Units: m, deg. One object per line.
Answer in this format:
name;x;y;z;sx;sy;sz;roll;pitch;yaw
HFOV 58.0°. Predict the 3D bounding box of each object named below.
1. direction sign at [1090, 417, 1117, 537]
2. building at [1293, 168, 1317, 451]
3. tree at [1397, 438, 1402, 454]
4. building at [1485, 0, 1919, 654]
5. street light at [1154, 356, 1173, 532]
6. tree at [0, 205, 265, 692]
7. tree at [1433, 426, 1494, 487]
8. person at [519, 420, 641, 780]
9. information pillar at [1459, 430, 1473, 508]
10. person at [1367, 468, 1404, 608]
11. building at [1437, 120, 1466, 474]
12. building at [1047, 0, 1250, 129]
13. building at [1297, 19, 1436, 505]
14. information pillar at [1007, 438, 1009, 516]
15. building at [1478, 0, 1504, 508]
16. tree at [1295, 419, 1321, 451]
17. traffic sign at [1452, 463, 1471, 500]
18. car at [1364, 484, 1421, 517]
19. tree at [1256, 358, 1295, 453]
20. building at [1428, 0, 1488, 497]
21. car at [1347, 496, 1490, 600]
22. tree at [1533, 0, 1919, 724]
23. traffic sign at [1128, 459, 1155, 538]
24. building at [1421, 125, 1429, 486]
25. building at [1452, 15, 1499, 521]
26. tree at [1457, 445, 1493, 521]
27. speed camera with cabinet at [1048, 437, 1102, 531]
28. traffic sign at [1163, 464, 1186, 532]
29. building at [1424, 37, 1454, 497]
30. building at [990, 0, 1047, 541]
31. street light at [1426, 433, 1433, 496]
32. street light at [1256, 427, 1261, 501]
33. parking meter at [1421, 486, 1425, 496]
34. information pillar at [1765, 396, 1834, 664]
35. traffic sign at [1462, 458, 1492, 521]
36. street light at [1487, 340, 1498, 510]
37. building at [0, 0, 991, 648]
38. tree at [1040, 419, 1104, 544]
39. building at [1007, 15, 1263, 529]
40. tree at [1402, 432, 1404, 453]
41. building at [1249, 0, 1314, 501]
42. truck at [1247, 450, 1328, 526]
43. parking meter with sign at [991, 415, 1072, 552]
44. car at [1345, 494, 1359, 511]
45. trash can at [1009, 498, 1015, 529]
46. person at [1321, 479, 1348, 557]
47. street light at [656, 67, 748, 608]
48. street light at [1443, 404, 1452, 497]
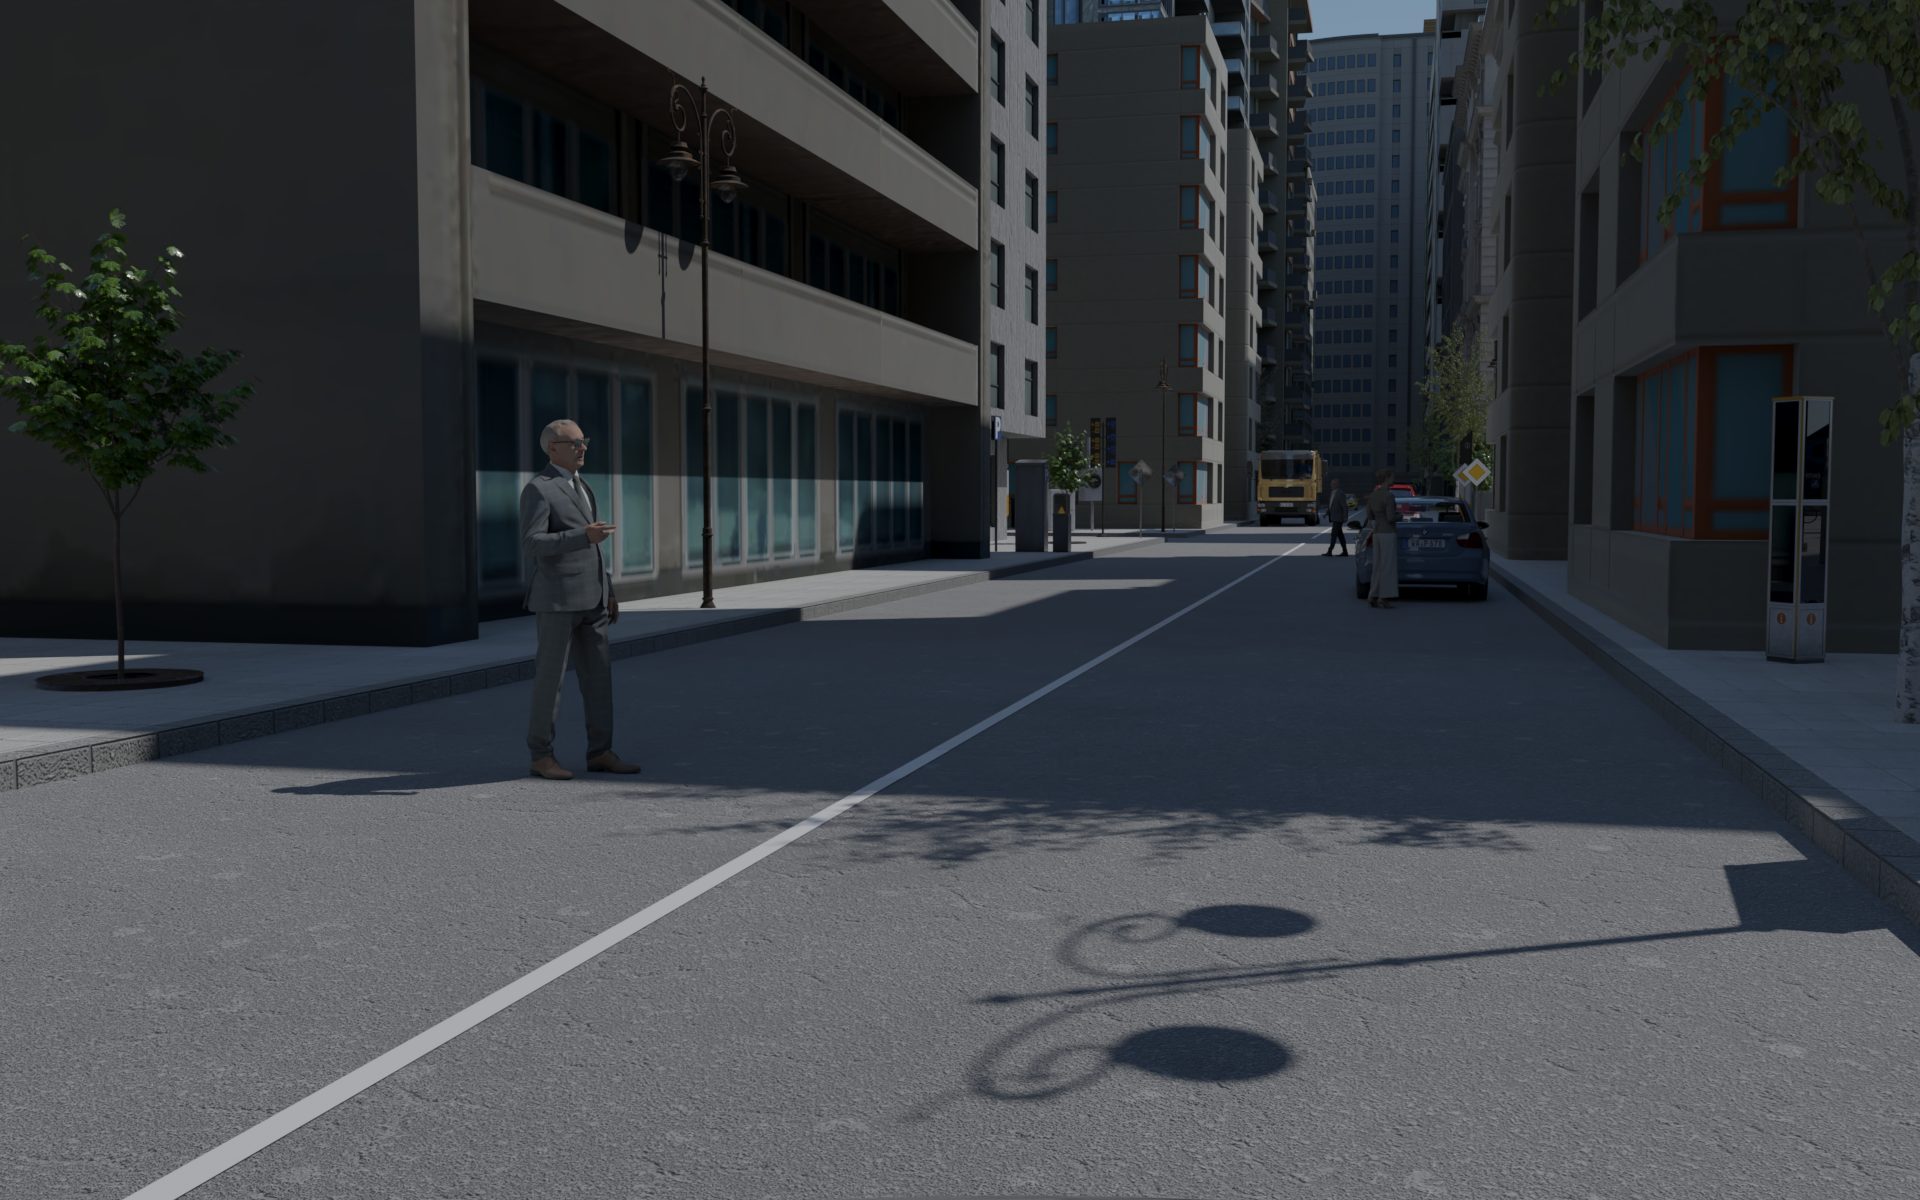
direction sign;4.248;-3.634;51.406;0.876;3.537;0.379;2;4;35
building;27.155;-30.612;192.393;23.993;40.220;32.217;1;4;14
tree;35.872;-11.160;132.833;4.737;8.622;4.395;0;3;0
building;22.733;-10.963;24.289;27.650;21.520;28.899;1;4;14
street light;6.862;-5.233;58.344;0.468;5.910;1.993;1;4;14
tree;-5.558;-1.045;11.687;1.663;3.219;1.824;0;3;0
tree;23.406;-5.854;79.431;4.285;4.588;4.351;0;3;0
person;-1.902;-0.003;8.731;0.590;1.801;0.661;1;4;21
information pillar;18.631;-4.430;63.791;0.183;3.616;0.504;-3;5;-40
person;5.350;-0.773;21.696;0.362;1.759;0.519;-1;4;-21
building;39.568;-19.667;115.063;14.314;27.812;24.014;1;4;14
building;9.039;-49.050;114.644;22.319;86.520;31.000;1;4;14
building;51.158;-41.506;220.614;28.212;58.520;21.231;1;4;14
information pillar;1.498;-4.193;59.906;0.183;3.616;0.504;3;5;39
building;28.546;-13.570;58.027;21.152;22.565;11.583;1;4;14
tree;32.379;-13.151;165.378;4.360;8.622;3.978;0;3;0
traffic sign;16.254;-3.191;55.816;0.795;2.450;0.064;1;4;14
car;17.567;-3.772;70.353;2.281;1.827;5.304;1;4;12
tree;15.565;-8.770;93.747;4.360;8.622;3.978;0;3;0
building;55.135;-34.302;150.077;28.713;52.752;27.495;1;4;14
car;6.564;-0.783;24.804;2.014;1.417;4.499;1;4;13
tree;5.108;-3.616;9.482;4.737;8.622;4.395;0;3;0
traffic sign;5.262;-2.856;50.334;0.795;2.450;0.064;1;4;14
building;58.999;-31.172;193.264;14.154;41.232;14.086;1;4;14
building;33.579;-18.635;92.064;14.401;28.519;23.554;1;4;14
tree;20.703;-4.525;68.593;1.663;3.219;1.824;0;3;0
speed camera with cabinet;3.919;-4.019;60.039;2.038;3.252;0.660;-1;4;-22
traffic sign;7.191;-3.330;58.083;0.795;2.450;0.064;1;4;14
building;58.363;-33.707;174.819;21.300;48.544;21.600;1;4;14
building;-5.231;-16.794;46.288;14.107;30.474;14.160;1;4;14
street light;34.655;-9.486;127.888;0.468;5.910;1.993;1;4;14
street light;17.141;-7.765;99.738;0.468;5.910;1.993;1;4;14
parking meter;33.143;-7.234;123.985;0.255;1.863;0.399;0;4;8
information pillar;6.382;-0.531;13.173;0.304;2.012;0.304;-1;4;-19
traffic sign;14.326;-2.717;48.066;0.795;2.450;0.064;1;4;14
street light;14.703;-4.572;47.537;0.468;5.910;1.993;1;4;14
building;-12.261;-24.588;25.715;21.300;48.544;21.600;1;4;14
tree;2.901;-3.072;44.832;1.663;3.219;1.824;0;3;0
building;-1.083;-14.377;80.108;27.650;21.520;28.899;1;4;14
tree;21.730;-7.604;74.684;4.737;8.622;4.395;0;3;0
building;18.238;-30.117;147.041;22.147;44.769;28.867;1;4;14
truck;15.103;-5.091;79.156;3.469;3.379;9.791;1;4;13
parking meter with sign;1.596;-2.574;38.343;1.738;3.016;0.543;1;4;17
car;33.887;-8.635;151.403;2.015;1.641;3.980;1;4;15
trash can;2.184;-3.199;63.955;0.748;1.137;0.748;0;3;0
person;8.527;-1.871;39.488;0.834;1.777;0.661;-2;4;-24
street light;-2.840;-2.847;19.334;0.468;5.910;1.993;1;4;14
street light;24.261;-6.931;86.107;0.468;5.910;1.993;1;4;14
